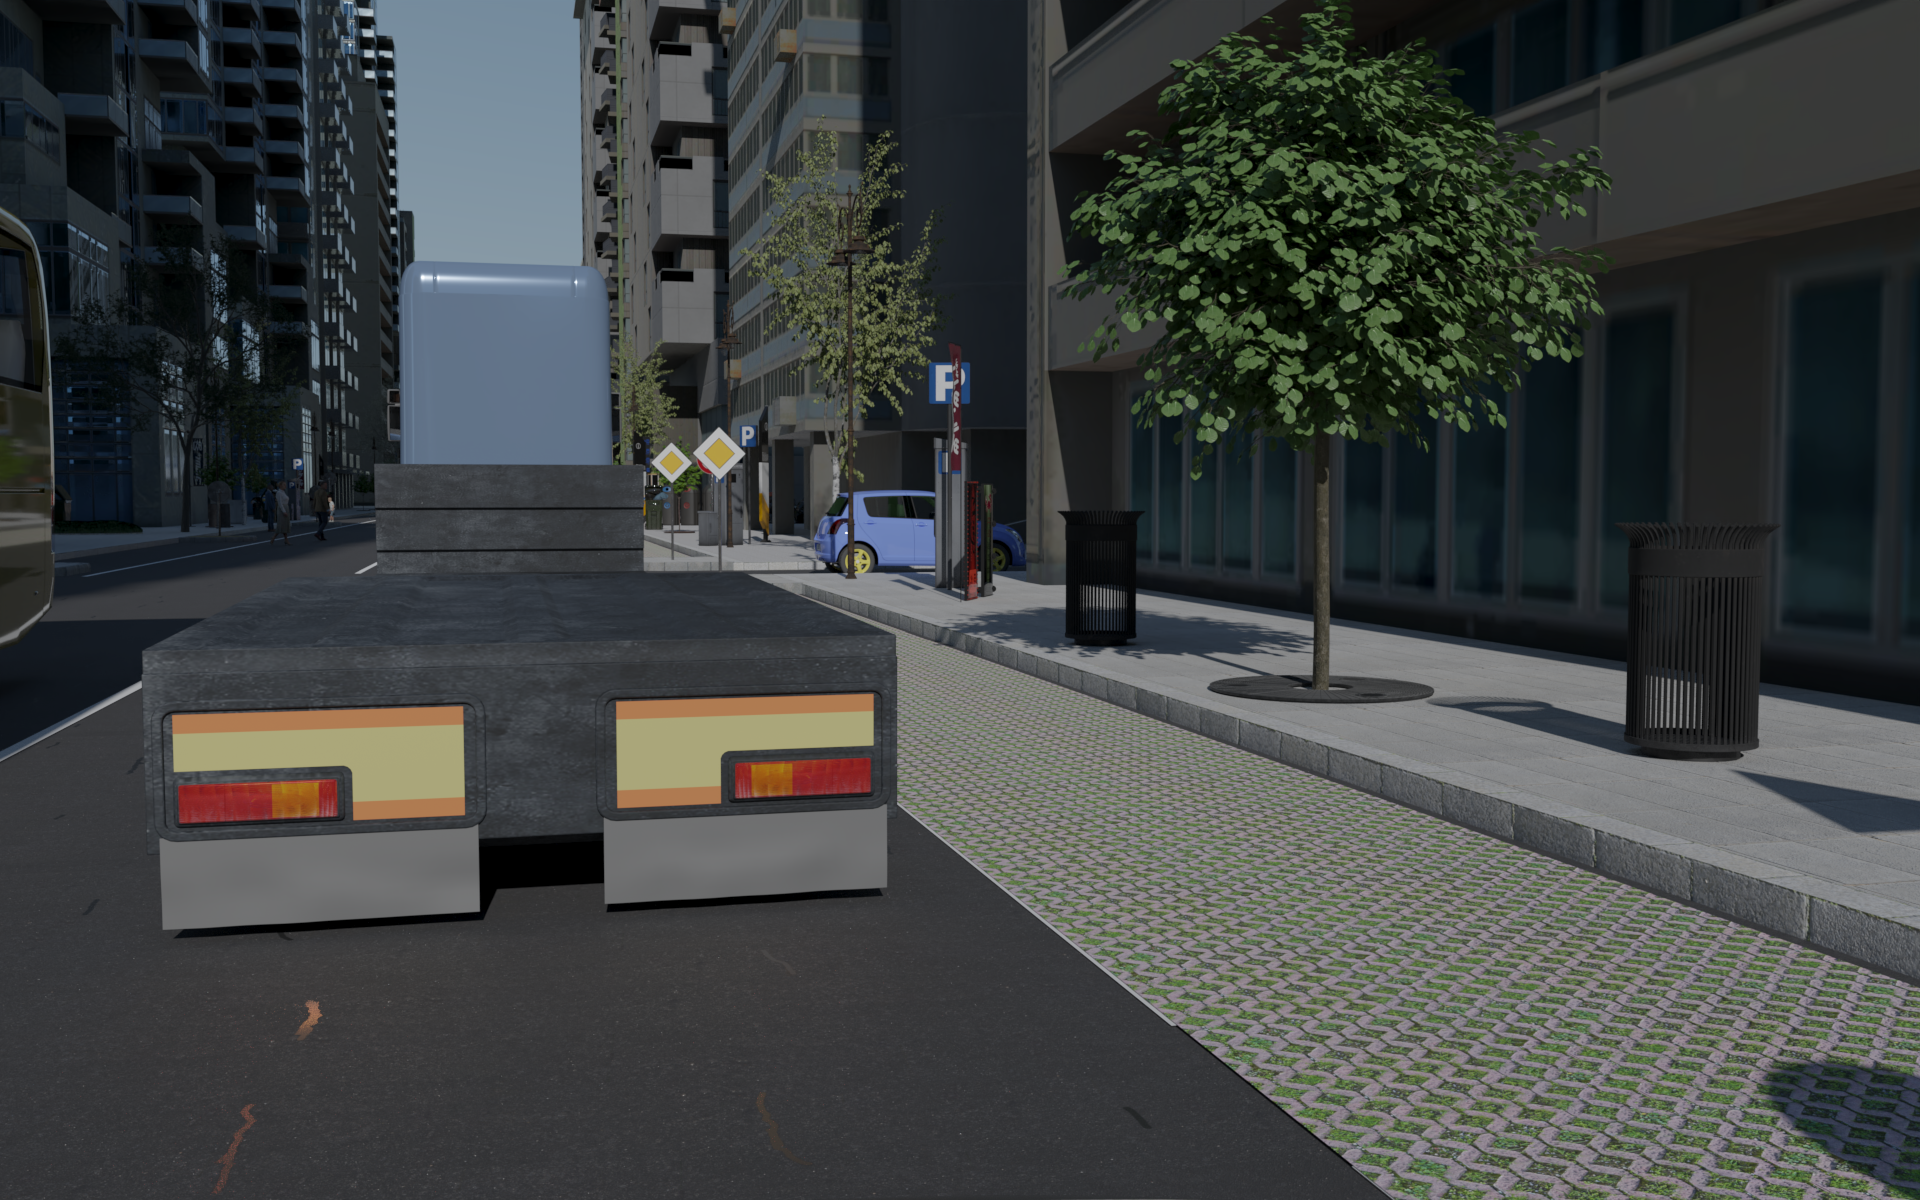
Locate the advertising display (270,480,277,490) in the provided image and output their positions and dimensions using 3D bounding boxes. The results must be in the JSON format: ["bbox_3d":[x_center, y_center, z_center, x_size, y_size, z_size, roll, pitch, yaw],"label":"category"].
[{"bbox_3d":[-31.950,-4.617,80.695,0.123,1.923,0.974,-2,4,-32],"label":"advertising display"}]

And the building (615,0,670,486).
[{"bbox_3d":[-16.432,-26.616,118.761,14.154,41.232,14.086,-1,4,-14],"label":"building"}]

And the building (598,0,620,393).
[{"bbox_3d":[-17.550,-29.717,140.502,22.147,44.769,28.867,-1,4,-14],"label":"building"}]

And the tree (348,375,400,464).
[{"bbox_3d":[-57.541,-16.357,177.802,12.009,13.543,11.850,0,3,0],"label":"tree"}]

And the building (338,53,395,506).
[{"bbox_3d":[-75.164,-34.820,193.015,21.300,48.544,21.600,-1,4,-14],"label":"building"}]

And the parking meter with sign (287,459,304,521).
[{"bbox_3d":[-32.464,-5.385,84.312,0.543,3.016,1.738,0,4,-5],"label":"parking meter with sign"}]

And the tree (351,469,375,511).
[{"bbox_3d":[-45.228,-8.375,131.525,1.663,3.219,1.824,0,3,0],"label":"tree"}]

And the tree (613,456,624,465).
[{"bbox_3d":[-17.175,-5.636,86.748,1.663,3.219,1.824,0,3,0],"label":"tree"}]

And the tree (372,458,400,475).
[{"bbox_3d":[-51.905,-10.643,157.719,4.285,4.588,4.351,0,3,0],"label":"tree"}]

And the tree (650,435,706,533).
[{"bbox_3d":[-9.088,-3.802,56.761,1.663,3.219,1.824,0,3,0],"label":"tree"}]

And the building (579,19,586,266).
[{"bbox_3d":[-41.254,-48.333,228.500,20.563,71.187,20.611,-1,4,-14],"label":"building"}]

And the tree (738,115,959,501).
[{"bbox_3d":[-2.269,-5.160,34.736,4.737,8.622,4.395,0,3,0],"label":"tree"}]

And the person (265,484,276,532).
[{"bbox_3d":[-26.276,-3.506,66.005,0.419,1.800,0.721,-2,4,-31],"label":"person"}]

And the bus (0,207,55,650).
[{"bbox_3d":[-6.648,-0.972,7.447,2.896,3.916,12.252,-1,4,-16],"label":"bus"}]

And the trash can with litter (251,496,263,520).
[{"bbox_3d":[-35.366,-4.626,87.016,0.624,1.170,1.055,-2,4,-29],"label":"trash can with litter"}]

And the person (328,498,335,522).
[{"bbox_3d":[-32.074,-4.599,88.370,0.352,1.250,0.332,0,4,3],"label":"person"}]

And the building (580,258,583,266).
[{"bbox_3d":[-42.278,-34.339,253.321,32.217,40.220,23.993,-1,4,-14],"label":"building"}]

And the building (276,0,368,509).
[{"bbox_3d":[-62.792,-32.079,144.101,23.786,49.044,30.456,-1,4,-14],"label":"building"}]

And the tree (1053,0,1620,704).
[{"bbox_3d":[2.306,-1.683,11.226,4.285,4.588,4.351,0,3,0],"label":"tree"}]

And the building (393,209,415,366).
[{"bbox_3d":[-83.424,-34.122,241.485,14.154,41.232,14.086,-1,4,-14],"label":"building"}]

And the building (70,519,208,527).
[{"bbox_3d":[-45.446,-46.707,76.334,22.319,86.520,31.000,-1,4,-14],"label":"building"}]

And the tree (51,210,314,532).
[{"bbox_3d":[-25.977,-7.537,57.635,8.767,10.594,7.601,-1,4,-21],"label":"tree"}]

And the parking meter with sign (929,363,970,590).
[{"bbox_3d":[-0.095,-1.689,23.869,0.543,3.016,1.738,0,4,3],"label":"parking meter with sign"}]

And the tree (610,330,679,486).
[{"bbox_3d":[-14.371,-7.763,77.295,4.737,8.622,4.395,0,3,0],"label":"tree"}]

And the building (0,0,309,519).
[{"bbox_3d":[-53.914,-48.949,112.993,22.319,86.520,31.000,-1,4,-14],"label":"building"}]

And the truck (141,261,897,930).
[{"bbox_3d":[-3.797,-1.524,14.670,2.967,4.110,18.799,-1,4,-15],"label":"truck"}]

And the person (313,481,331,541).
[{"bbox_3d":[-19.602,-2.740,53.217,0.656,1.842,0.836,0,4,5],"label":"person"}]

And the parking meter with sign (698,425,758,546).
[{"bbox_3d":[-5.813,-2.875,43.260,0.543,3.016,1.738,2,4,34],"label":"parking meter with sign"}]

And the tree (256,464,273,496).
[{"bbox_3d":[-40.024,-6.335,98.178,1.663,3.219,1.824,0,3,0],"label":"tree"}]

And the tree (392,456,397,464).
[{"bbox_3d":[-61.060,-14.805,192.423,4.737,8.622,4.395,0,3,0],"label":"tree"}]

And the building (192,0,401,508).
[{"bbox_3d":[-80.903,-55.341,217.488,22.319,86.520,31.000,-1,4,-14],"label":"building"}]

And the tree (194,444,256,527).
[{"bbox_3d":[-28.481,-4.419,66.849,1.663,3.219,1.824,0,3,0],"label":"tree"}]

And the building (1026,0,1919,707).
[{"bbox_3d":[13.898,-24.003,16.155,21.300,48.544,21.600,-1,4,-14],"label":"building"}]

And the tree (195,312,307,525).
[{"bbox_3d":[-29.199,-7.377,70.975,4.737,8.622,4.395,0,3,0],"label":"tree"}]

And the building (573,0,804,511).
[{"bbox_3d":[-22.100,-35.410,168.195,28.713,52.752,27.495,-1,4,-14],"label":"building"}]

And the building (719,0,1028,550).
[{"bbox_3d":[5.402,-22.190,54.686,23.993,40.220,32.217,-1,4,-14],"label":"building"}]

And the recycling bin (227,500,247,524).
[{"bbox_3d":[-30.839,-3.751,73.888,0.722,1.027,0.722,-1,4,-18],"label":"recycling bin"}]

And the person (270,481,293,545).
[{"bbox_3d":[-18.979,-2.424,48.360,0.641,1.798,0.478,0,4,8],"label":"person"}]
